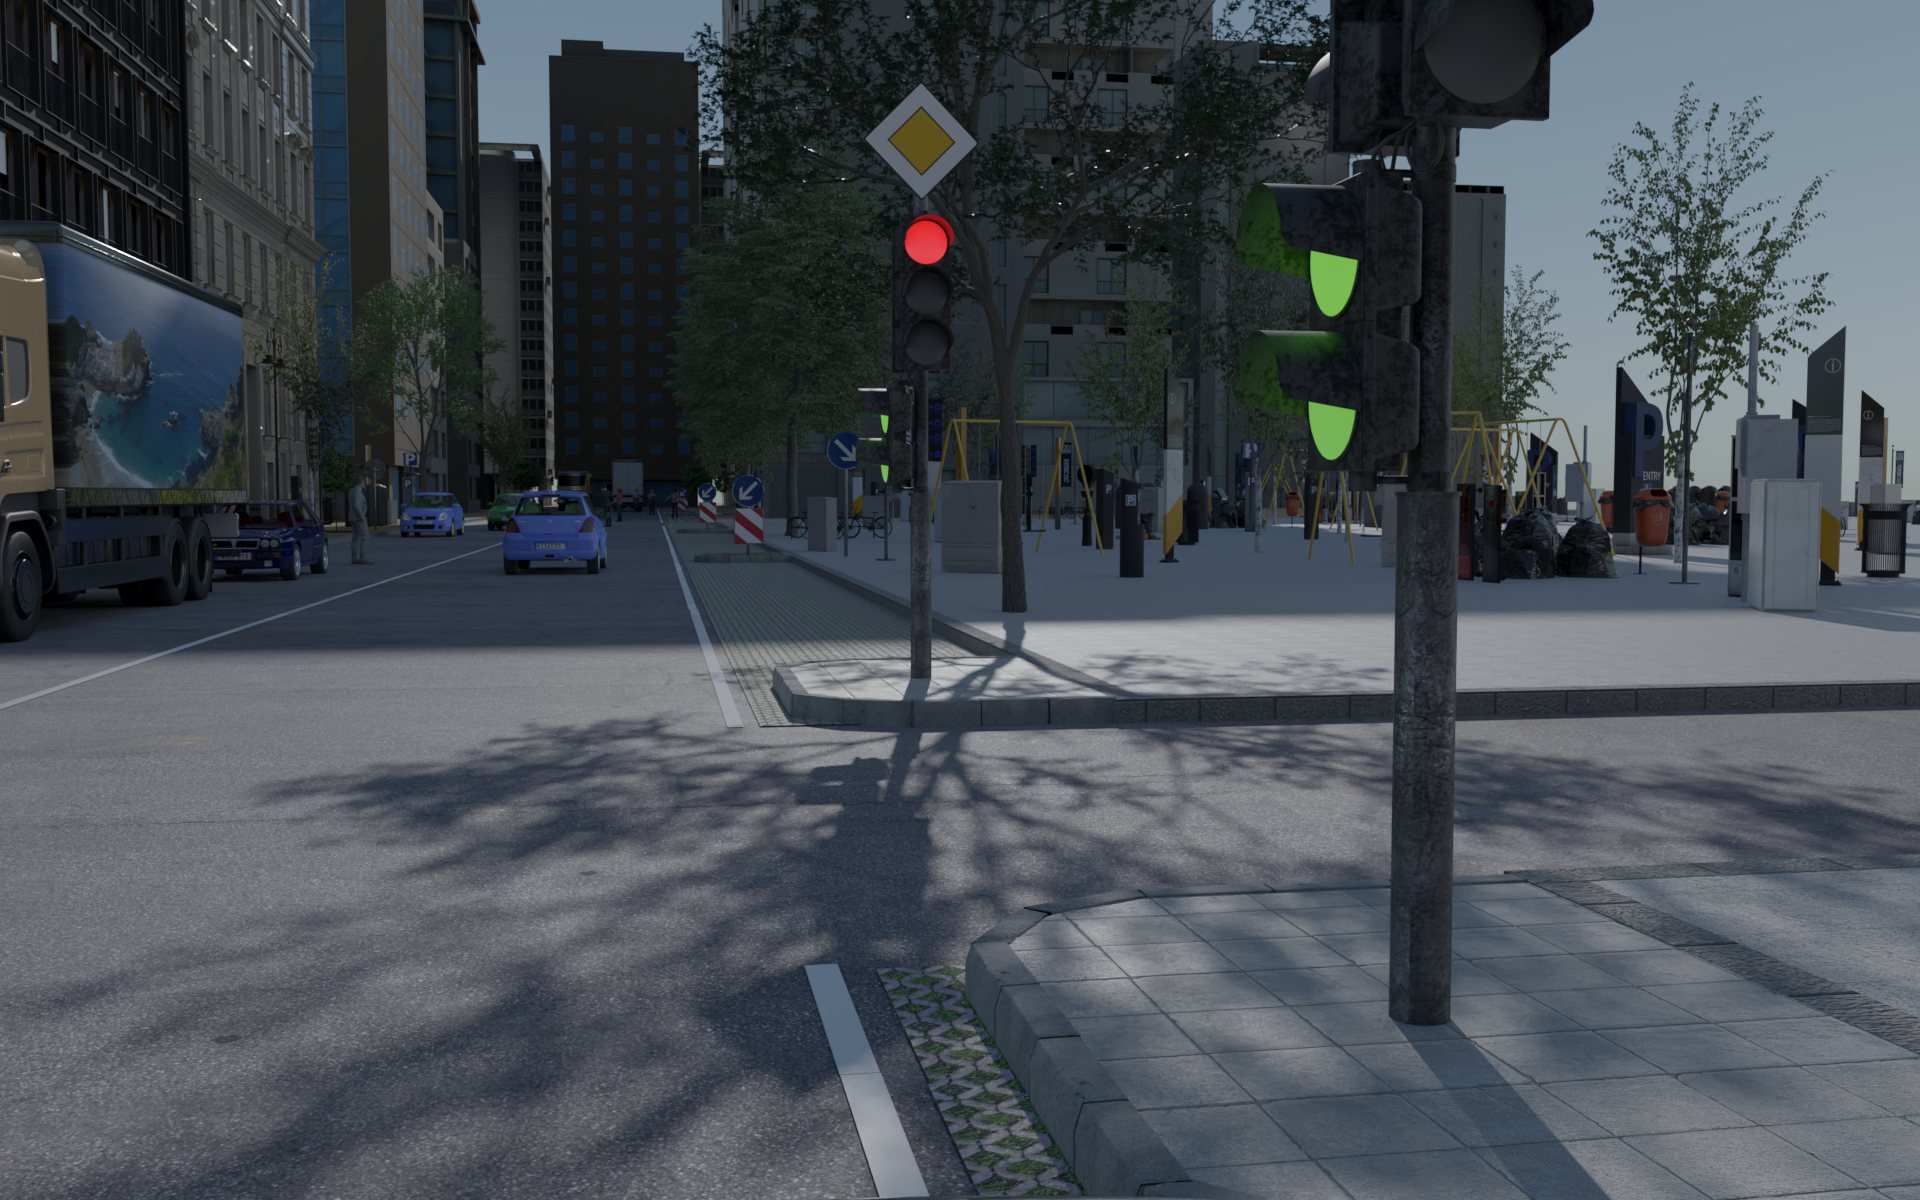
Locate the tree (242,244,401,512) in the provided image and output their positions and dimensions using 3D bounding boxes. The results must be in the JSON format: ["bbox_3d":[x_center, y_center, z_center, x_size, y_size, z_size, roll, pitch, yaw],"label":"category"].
[{"bbox_3d":[-19.266,-6.210,51.902,4.360,8.622,3.978,0,3,0],"label":"tree"}]

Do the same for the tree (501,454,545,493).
[{"bbox_3d":[-35.228,-9.477,138.666,4.285,4.588,4.351,0,3,0],"label":"tree"}]

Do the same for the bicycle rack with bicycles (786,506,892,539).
[{"bbox_3d":[-3.738,-2.232,49.876,2.925,0.926,2.852,1,4,23],"label":"bicycle rack with bicycles"}]

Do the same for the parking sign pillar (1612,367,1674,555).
[{"bbox_3d":[14.540,-2.972,37.067,1.447,3.967,1.447,-3,4,-38],"label":"parking sign pillar"}]

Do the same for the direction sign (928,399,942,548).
[{"bbox_3d":[-0.864,-3.009,41.197,0.876,3.537,0.379,0,4,1],"label":"direction sign"}]

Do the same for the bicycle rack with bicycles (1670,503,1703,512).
[{"bbox_3d":[28.725,-3.269,66.836,2.925,0.926,2.852,0,4,7],"label":"bicycle rack with bicycles"}]

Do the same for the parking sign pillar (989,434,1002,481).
[{"bbox_3d":[1.594,-5.381,76.454,1.447,3.967,1.447,0,4,-7],"label":"parking sign pillar"}]

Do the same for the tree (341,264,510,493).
[{"bbox_3d":[-24.169,-9.308,77.937,9.928,11.665,9.643,0,3,0],"label":"tree"}]

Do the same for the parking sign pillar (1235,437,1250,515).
[{"bbox_3d":[13.256,-5.677,81.294,1.447,3.967,1.447,0,4,-2],"label":"parking sign pillar"}]

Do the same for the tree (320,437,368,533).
[{"bbox_3d":[-20.879,-3.863,57.756,1.663,3.219,1.824,0,3,0],"label":"tree"}]

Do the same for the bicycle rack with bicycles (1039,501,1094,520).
[{"bbox_3d":[5.260,-4.576,88.206,2.852,0.926,2.925,-1,4,-18],"label":"bicycle rack with bicycles"}]

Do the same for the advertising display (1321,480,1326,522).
[{"bbox_3d":[16.364,-4.553,79.657,0.974,1.923,0.123,3,4,36],"label":"advertising display"}]

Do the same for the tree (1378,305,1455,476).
[{"bbox_3d":[10.505,-5.836,45.780,4.360,8.622,3.978,0,3,0],"label":"tree"}]

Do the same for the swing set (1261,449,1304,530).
[{"bbox_3d":[12.580,-3.869,60.878,3.119,2.851,2.862,-1,4,-23],"label":"swing set"}]

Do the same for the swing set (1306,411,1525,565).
[{"bbox_3d":[8.531,-2.152,32.799,3.119,2.851,2.862,0,4,-5],"label":"swing set"}]

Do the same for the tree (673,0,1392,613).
[{"bbox_3d":[0.668,-5.166,18.879,8.767,10.594,7.601,1,4,9],"label":"tree"}]

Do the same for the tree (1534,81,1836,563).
[{"bbox_3d":[13.583,-4.989,31.939,4.737,8.622,4.395,0,3,0],"label":"tree"}]

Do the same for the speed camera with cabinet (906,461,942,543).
[{"bbox_3d":[-0.502,-3.170,46.171,0.660,3.252,2.038,-3,4,-37],"label":"speed camera with cabinet"}]

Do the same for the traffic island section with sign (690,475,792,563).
[{"bbox_3d":[-4.636,-1.719,36.733,1.989,1.847,2.006,-1,4,-10],"label":"traffic island section with sign"}]

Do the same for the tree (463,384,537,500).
[{"bbox_3d":[-30.257,-9.985,113.625,4.737,8.622,4.395,0,3,0],"label":"tree"}]

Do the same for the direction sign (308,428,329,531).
[{"bbox_3d":[-22.012,-4.132,59.559,0.379,3.537,0.876,2,4,28],"label":"direction sign"}]

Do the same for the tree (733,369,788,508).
[{"bbox_3d":[-9.297,-8.061,82.153,4.737,8.622,4.395,0,3,0],"label":"tree"}]

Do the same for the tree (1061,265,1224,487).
[{"bbox_3d":[5.446,-6.366,54.440,4.737,8.622,4.395,0,3,0],"label":"tree"}]

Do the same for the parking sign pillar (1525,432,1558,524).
[{"bbox_3d":[25.252,-5.303,75.170,1.447,3.967,1.447,-3,5,-40],"label":"parking sign pillar"}]

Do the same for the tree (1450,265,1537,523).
[{"bbox_3d":[17.269,-6.396,54.940,4.737,8.622,4.395,0,3,0],"label":"tree"}]

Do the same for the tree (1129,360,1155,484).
[{"bbox_3d":[10.220,-8.289,85.885,4.360,8.622,3.978,0,3,0],"label":"tree"}]

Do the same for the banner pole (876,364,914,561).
[{"bbox_3d":[-1.194,-2.651,33.367,0.863,3.779,0.401,0,4,-1],"label":"banner pole"}]

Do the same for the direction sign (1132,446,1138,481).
[{"bbox_3d":[8.193,-5.456,81.208,0.379,3.537,0.876,-1,4,-8],"label":"direction sign"}]

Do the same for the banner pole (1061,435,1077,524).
[{"bbox_3d":[4.664,-5.108,73.533,0.863,3.779,0.401,1,4,20],"label":"banner pole"}]

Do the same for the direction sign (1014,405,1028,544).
[{"bbox_3d":[1.447,-3.217,44.589,0.379,3.537,0.876,0,4,7],"label":"direction sign"}]

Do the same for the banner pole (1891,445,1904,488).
[{"bbox_3d":[47.388,-5.973,87.674,0.863,3.779,0.401,0,4,-6],"label":"banner pole"}]

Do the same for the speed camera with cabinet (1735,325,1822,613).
[{"bbox_3d":[9.269,-1.547,19.623,0.660,3.252,2.038,1,4,16],"label":"speed camera with cabinet"}]

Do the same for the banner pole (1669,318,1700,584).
[{"bbox_3d":[10.300,-2.109,24.501,0.401,3.779,0.863,1,4,21],"label":"banner pole"}]

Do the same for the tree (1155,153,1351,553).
[{"bbox_3d":[6.486,-5.321,37.364,4.360,8.622,3.978,0,3,0],"label":"tree"}]

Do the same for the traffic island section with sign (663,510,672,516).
[{"bbox_3d":[-18.074,-6.341,112.302,1.989,1.847,2.006,-1,4,-10],"label":"traffic island section with sign"}]

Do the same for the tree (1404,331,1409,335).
[{"bbox_3d":[17.770,-6.886,62.944,4.737,8.622,4.395,0,3,0],"label":"tree"}]

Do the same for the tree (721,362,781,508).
[{"bbox_3d":[-10.835,-8.430,88.190,4.360,8.622,3.978,0,3,0],"label":"tree"}]

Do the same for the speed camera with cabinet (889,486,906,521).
[{"bbox_3d":[-2.612,-5.359,81.963,0.660,3.252,2.038,-2,4,-33],"label":"speed camera with cabinet"}]

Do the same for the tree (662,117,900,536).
[{"bbox_3d":[-4.714,-8.228,52.658,7.486,12.596,7.792,0,3,0],"label":"tree"}]

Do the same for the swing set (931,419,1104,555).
[{"bbox_3d":[0.992,-2.396,36.798,3.119,2.851,2.862,-2,4,-27],"label":"swing set"}]

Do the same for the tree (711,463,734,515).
[{"bbox_3d":[-14.599,-6.899,107.401,1.663,3.219,1.824,0,3,0],"label":"tree"}]

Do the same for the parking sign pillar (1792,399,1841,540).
[{"bbox_3d":[23.979,-3.680,48.634,1.447,3.967,1.447,3,5,42],"label":"parking sign pillar"}]

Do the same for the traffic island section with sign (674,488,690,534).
[{"bbox_3d":[-9.353,-3.342,63.274,1.989,1.847,2.006,-1,4,-10],"label":"traffic island section with sign"}]

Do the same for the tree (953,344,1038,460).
[{"bbox_3d":[1.819,-8.125,83.198,4.737,8.622,4.395,0,3,0],"label":"tree"}]

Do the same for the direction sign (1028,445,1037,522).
[{"bbox_3d":[3.189,-5.387,80.069,0.876,3.537,0.379,3,5,41],"label":"direction sign"}]

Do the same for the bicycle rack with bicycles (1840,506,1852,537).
[{"bbox_3d":[27.177,-2.411,52.809,2.852,0.926,2.925,2,4,31],"label":"bicycle rack with bicycles"}]

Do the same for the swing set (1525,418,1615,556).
[{"bbox_3d":[11.794,-2.405,36.940,2.862,2.851,3.119,-1,4,-18],"label":"swing set"}]

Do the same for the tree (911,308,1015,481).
[{"bbox_3d":[0.003,-7.112,66.646,4.360,8.622,3.978,0,3,0],"label":"tree"}]

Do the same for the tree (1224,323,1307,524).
[{"bbox_3d":[13.133,-7.509,73.131,4.737,8.622,4.395,0,3,0],"label":"tree"}]

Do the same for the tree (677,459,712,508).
[{"bbox_3d":[-24.890,-10.932,162.452,4.285,4.588,4.351,0,3,0],"label":"tree"}]
